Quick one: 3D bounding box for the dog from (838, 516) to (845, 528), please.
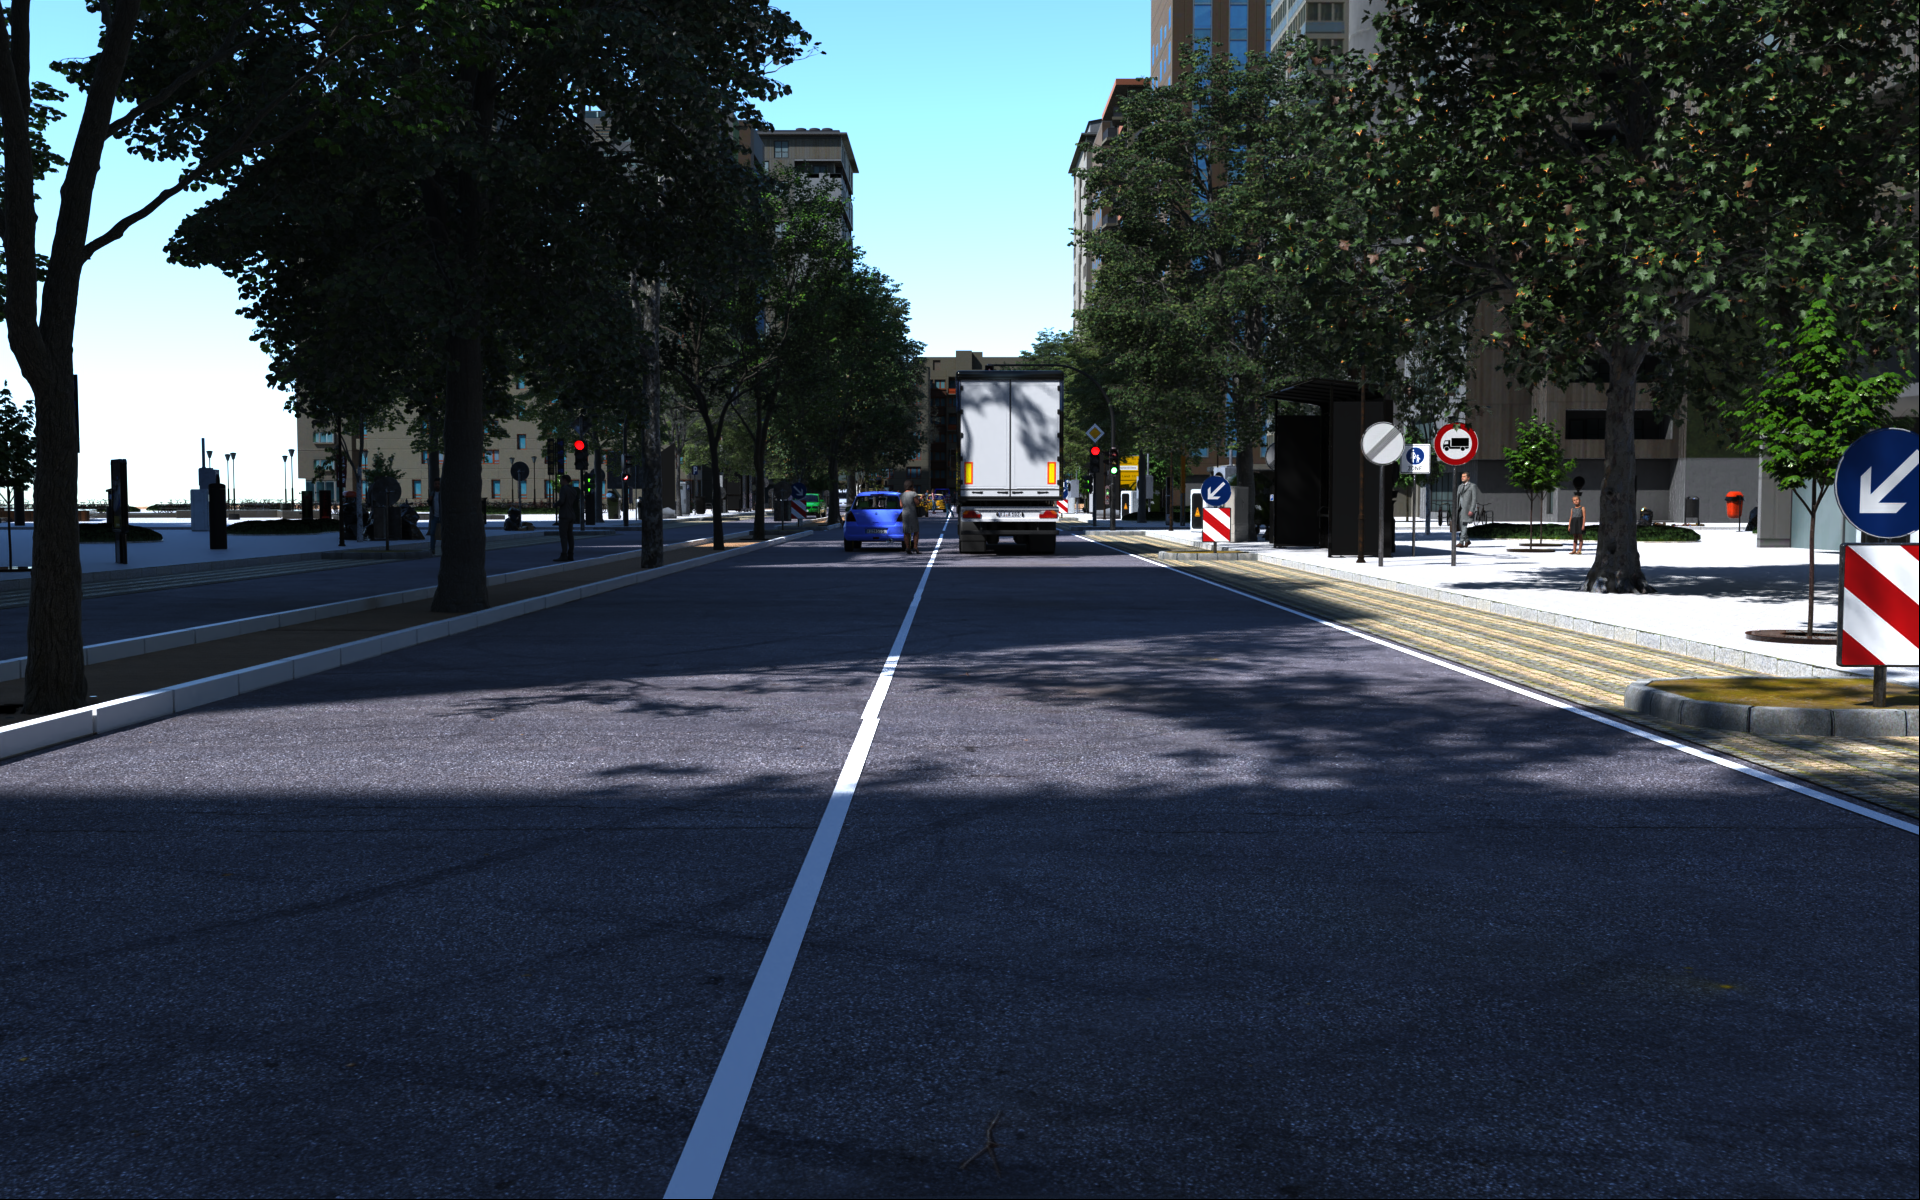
[{"bbox_3d":[-4.763,-3.234,72.168,0.540,0.507,0.406,-2,4,-25],"label":"dog"}]

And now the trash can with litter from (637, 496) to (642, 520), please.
[{"bbox_3d":[-15.491,-4.560,85.940,1.055,1.170,0.624,0,4,2],"label":"trash can with litter"}]

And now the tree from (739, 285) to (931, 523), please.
[{"bbox_3d":[-6.292,-10.230,86.732,9.611,12.733,9.660,0,3,0],"label":"tree"}]

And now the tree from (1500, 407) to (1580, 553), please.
[{"bbox_3d":[12.826,-2.679,38.401,1.663,3.219,1.824,0,3,0],"label":"tree"}]

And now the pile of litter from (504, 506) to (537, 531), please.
[{"bbox_3d":[-15.430,-2.874,60.949,1.176,0.858,1.719,1,4,18],"label":"pile of litter"}]

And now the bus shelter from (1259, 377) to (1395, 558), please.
[{"bbox_3d":[7.951,-2.856,37.981,1.731,3.624,6.357,0,4,0],"label":"bus shelter"}]

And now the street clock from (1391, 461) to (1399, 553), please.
[{"bbox_3d":[9.443,-2.044,37.994,0.358,2.002,0.471,2,4,32],"label":"street clock"}]

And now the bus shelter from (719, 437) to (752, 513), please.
[{"bbox_3d":[-16.136,-8.886,122.913,2.179,5.291,8.768,0,3,0],"label":"bus shelter"}]

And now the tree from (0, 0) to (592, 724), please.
[{"bbox_3d":[-5.820,-5.056,10.876,9.928,11.665,9.643,0,3,0],"label":"tree"}]

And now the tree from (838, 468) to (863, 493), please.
[{"bbox_3d":[-6.490,-9.720,111.746,4.360,8.622,3.978,0,3,0],"label":"tree"}]

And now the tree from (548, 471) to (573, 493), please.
[{"bbox_3d":[-28.774,-7.929,124.247,1.663,3.219,1.824,0,3,0],"label":"tree"}]

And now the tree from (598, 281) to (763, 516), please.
[{"bbox_3d":[-16.339,-11.599,100.006,12.009,13.543,11.850,0,3,0],"label":"tree"}]

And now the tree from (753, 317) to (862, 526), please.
[{"bbox_3d":[-6.391,-7.142,69.586,4.737,8.622,4.395,0,3,0],"label":"tree"}]

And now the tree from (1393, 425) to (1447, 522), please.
[{"bbox_3d":[20.597,-5.882,79.886,4.285,4.588,4.351,0,3,0],"label":"tree"}]

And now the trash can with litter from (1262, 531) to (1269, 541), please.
[{"bbox_3d":[8.802,-2.217,47.635,1.055,1.170,0.624,3,5,40],"label":"trash can with litter"}]

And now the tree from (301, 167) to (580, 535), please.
[{"bbox_3d":[-16.625,-8.307,53.953,7.486,12.596,7.792,0,3,0],"label":"tree"}]

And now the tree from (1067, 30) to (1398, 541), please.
[{"bbox_3d":[7.690,-8.582,46.978,9.857,13.997,8.962,0,3,0],"label":"tree"}]

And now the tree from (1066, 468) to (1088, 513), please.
[{"bbox_3d":[8.059,-7.598,118.824,1.663,3.219,1.824,0,3,0],"label":"tree"}]

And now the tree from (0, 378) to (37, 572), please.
[{"bbox_3d":[-15.793,-2.102,28.962,1.663,3.219,1.824,0,3,0],"label":"tree"}]

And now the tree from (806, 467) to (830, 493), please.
[{"bbox_3d":[-16.280,-13.224,199.920,4.285,4.588,4.351,0,3,0],"label":"tree"}]

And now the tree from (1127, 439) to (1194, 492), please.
[{"bbox_3d":[10.845,-6.993,98.049,4.285,4.588,4.351,0,3,0],"label":"tree"}]

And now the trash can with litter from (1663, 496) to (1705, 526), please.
[{"bbox_3d":[28.845,-3.562,69.289,2.233,1.210,1.678,0,4,5],"label":"trash can with litter"}]

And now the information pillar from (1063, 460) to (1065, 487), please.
[{"bbox_3d":[7.096,-7.886,120.288,0.504,3.616,0.183,3,5,44],"label":"information pillar"}]

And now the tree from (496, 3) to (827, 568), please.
[{"bbox_3d":[-7.141,-10.719,33.601,12.611,20.169,13.585,0,3,0],"label":"tree"}]

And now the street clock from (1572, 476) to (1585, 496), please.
[{"bbox_3d":[24.964,-3.999,69.959,0.471,2.002,0.358,1,4,8],"label":"street clock"}]

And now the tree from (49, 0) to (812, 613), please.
[{"bbox_3d":[-6.091,-6.830,20.777,9.857,13.997,8.962,0,3,0],"label":"tree"}]

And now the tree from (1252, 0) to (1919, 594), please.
[{"bbox_3d":[8.609,-6.437,22.247,9.611,12.733,9.660,0,3,0],"label":"tree"}]

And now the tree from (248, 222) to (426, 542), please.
[{"bbox_3d":[-16.253,-5.849,45.997,4.360,8.622,3.978,0,3,0],"label":"tree"}]

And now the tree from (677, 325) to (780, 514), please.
[{"bbox_3d":[-16.431,-11.911,112.866,7.486,12.596,7.792,0,3,0],"label":"tree"}]

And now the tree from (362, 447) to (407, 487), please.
[{"bbox_3d":[-23.684,-4.648,70.591,1.663,3.219,1.824,0,3,0],"label":"tree"}]

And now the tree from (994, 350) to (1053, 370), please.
[{"bbox_3d":[9.025,-22.269,219.981,12.611,20.169,13.585,0,3,0],"label":"tree"}]

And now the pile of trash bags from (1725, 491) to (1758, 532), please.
[{"bbox_3d":[27.902,-3.056,59.720,3.447,1.369,1.912,-1,4,-16],"label":"pile of trash bags"}]

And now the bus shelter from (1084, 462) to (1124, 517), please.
[{"bbox_3d":[7.934,-6.138,94.282,2.014,3.302,5.546,0,3,0],"label":"bus shelter"}]

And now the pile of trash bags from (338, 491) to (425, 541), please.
[{"bbox_3d":[-16.683,-2.405,49.071,1.912,1.369,3.447,-3,5,-45],"label":"pile of trash bags"}]

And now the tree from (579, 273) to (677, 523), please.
[{"bbox_3d":[-16.651,-9.744,77.438,7.486,12.596,7.792,0,3,0],"label":"tree"}]

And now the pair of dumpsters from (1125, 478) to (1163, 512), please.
[{"bbox_3d":[9.403,-5.260,88.492,1.574,2.255,4.437,0,3,0],"label":"pair of dumpsters"}]

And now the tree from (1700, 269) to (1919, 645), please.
[{"bbox_3d":[7.460,-1.248,15.000,1.663,3.219,1.824,0,3,0],"label":"tree"}]

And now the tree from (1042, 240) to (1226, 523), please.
[{"bbox_3d":[7.770,-9.735,77.295,7.486,12.596,7.792,0,3,0],"label":"tree"}]

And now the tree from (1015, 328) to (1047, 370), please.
[{"bbox_3d":[7.205,-13.598,128.985,9.857,13.997,8.962,0,3,0],"label":"tree"}]

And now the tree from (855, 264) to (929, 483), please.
[{"bbox_3d":[-6.147,-11.466,96.579,9.857,13.997,8.962,0,3,0],"label":"tree"}]

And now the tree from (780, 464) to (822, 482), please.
[{"bbox_3d":[-16.671,-13.652,141.335,7.486,12.596,7.792,0,3,0],"label":"tree"}]

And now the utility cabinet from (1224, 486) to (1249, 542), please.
[{"bbox_3d":[7.358,-2.285,46.037,0.318,1.500,1.173,2,4,27],"label":"utility cabinet"}]

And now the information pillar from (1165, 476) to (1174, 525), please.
[{"bbox_3d":[8.605,-4.077,71.148,0.304,2.012,0.304,0,4,4],"label":"information pillar"}]

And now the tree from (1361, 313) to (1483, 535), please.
[{"bbox_3d":[14.559,-6.367,54.465,4.360,8.622,3.978,0,3,0],"label":"tree"}]

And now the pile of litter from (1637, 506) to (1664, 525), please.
[{"bbox_3d":[23.851,-2.786,59.520,1.176,0.858,1.719,3,5,44],"label":"pile of litter"}]

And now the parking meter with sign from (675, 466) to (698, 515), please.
[{"bbox_3d":[-17.087,-6.780,107.111,1.738,3.016,0.543,2,4,26],"label":"parking meter with sign"}]

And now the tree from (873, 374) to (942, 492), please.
[{"bbox_3d":[-6.391,-13.275,129.876,12.009,13.543,11.850,0,3,0],"label":"tree"}]

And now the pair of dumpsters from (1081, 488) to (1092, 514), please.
[{"bbox_3d":[8.967,-6.874,114.878,1.574,2.255,4.437,0,3,0],"label":"pair of dumpsters"}]

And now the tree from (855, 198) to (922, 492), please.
[{"bbox_3d":[-6.112,-7.641,53.140,9.928,11.665,9.643,0,3,0],"label":"tree"}]

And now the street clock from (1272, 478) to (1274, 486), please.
[{"bbox_3d":[12.883,-4.013,70.189,0.471,2.002,0.358,2,4,35],"label":"street clock"}]

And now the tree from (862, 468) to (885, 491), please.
[{"bbox_3d":[-6.184,-9.305,104.958,4.737,8.622,4.395,0,3,0],"label":"tree"}]

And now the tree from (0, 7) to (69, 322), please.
[{"bbox_3d":[-15.649,-6.347,21.901,7.486,12.596,7.792,0,3,0],"label":"tree"}]

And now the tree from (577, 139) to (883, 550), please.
[{"bbox_3d":[-6.110,-6.557,44.082,8.767,10.594,7.601,0,3,0],"label":"tree"}]

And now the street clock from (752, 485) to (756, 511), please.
[{"bbox_3d":[-15.959,-7.932,134.252,0.471,2.002,0.358,1,4,19],"label":"street clock"}]
